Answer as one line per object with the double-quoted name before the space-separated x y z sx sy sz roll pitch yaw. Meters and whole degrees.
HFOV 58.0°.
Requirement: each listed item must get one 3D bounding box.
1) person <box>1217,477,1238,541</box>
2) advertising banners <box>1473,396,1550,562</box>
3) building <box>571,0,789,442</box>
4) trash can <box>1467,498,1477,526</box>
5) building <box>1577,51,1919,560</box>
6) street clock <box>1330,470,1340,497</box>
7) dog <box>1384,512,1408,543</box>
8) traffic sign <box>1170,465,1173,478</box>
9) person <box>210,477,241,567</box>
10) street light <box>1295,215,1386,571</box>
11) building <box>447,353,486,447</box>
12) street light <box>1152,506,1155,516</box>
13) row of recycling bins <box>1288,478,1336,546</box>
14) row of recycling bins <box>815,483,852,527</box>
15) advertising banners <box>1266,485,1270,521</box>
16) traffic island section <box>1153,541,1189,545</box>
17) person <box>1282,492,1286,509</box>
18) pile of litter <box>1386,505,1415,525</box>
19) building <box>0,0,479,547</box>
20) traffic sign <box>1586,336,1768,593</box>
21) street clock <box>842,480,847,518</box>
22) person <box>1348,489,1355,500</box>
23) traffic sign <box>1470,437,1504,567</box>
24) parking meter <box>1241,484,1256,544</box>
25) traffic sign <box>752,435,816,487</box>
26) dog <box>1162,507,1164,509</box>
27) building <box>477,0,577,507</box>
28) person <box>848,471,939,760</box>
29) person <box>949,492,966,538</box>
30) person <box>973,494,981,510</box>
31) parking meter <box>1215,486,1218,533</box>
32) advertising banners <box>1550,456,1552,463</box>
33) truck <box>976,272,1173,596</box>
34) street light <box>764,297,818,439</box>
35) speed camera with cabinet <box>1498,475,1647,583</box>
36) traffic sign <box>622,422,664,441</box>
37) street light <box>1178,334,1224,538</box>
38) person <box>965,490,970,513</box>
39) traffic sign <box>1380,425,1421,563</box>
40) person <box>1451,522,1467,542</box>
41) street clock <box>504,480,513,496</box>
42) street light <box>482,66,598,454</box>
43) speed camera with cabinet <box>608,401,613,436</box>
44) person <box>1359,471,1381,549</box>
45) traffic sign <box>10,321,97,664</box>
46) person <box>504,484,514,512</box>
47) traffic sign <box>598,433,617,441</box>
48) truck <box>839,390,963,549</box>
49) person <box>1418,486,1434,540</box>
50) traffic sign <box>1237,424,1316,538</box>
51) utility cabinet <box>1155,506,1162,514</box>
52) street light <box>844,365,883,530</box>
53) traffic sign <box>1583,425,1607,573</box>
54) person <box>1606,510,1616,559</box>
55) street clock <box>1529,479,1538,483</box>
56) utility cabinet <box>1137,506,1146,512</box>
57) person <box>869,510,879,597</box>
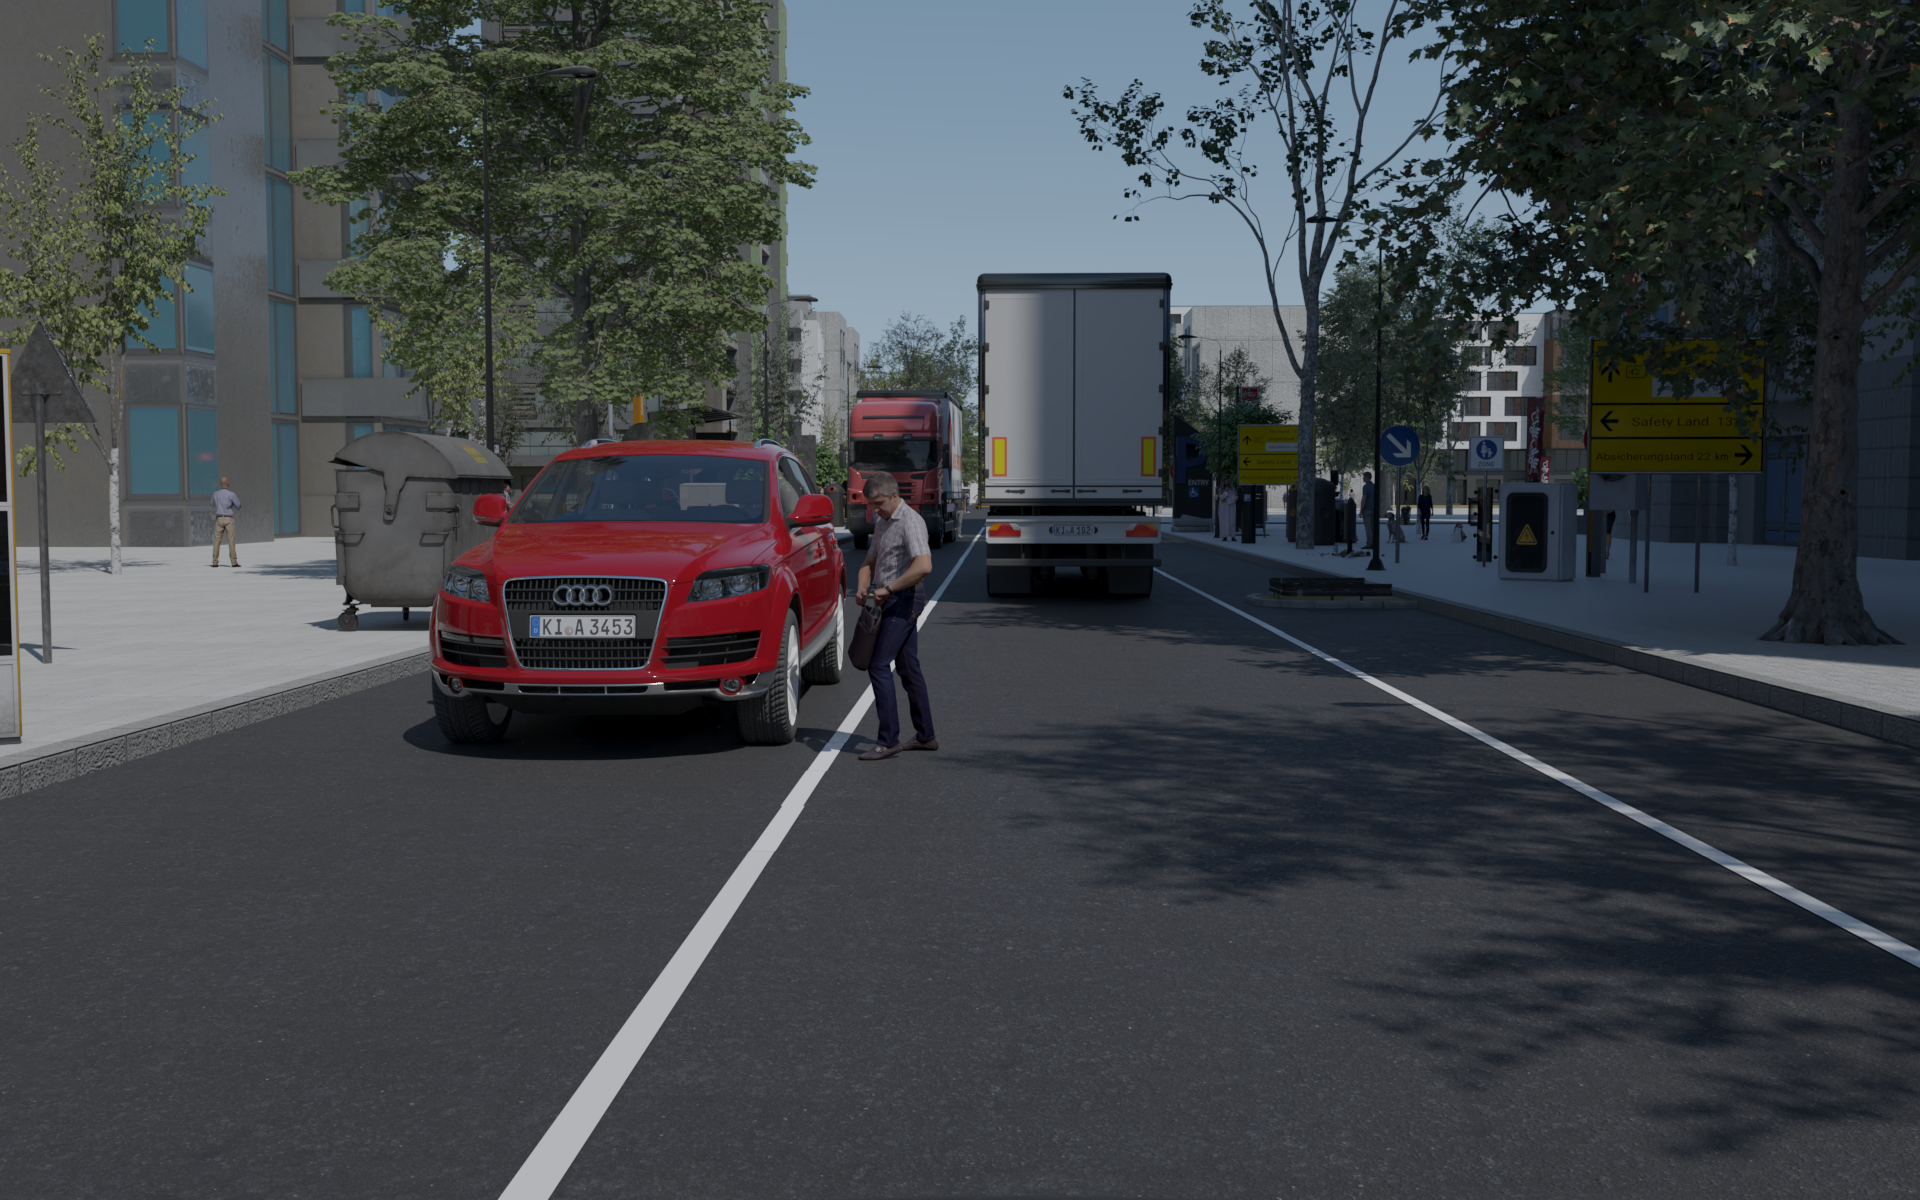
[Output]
"person" 7.255 -2.469 47.081 0.551 1.740 0.621 -1 4 -12
"advertising banners" 10.144 -2.191 32.013 0.090 3.025 2.074 -1 4 -18
"building" -21.398 -27.700 136.489 14.154 41.232 14.086 0 4 2
"trash can" 20.686 -3.535 69.445 0.748 1.137 0.748 0 3 0
"building" 29.170 -30.790 45.413 21.231 58.520 28.212 0 4 2
"street clock" 11.319 -2.925 52.393 0.358 2.002 0.471 1 4 16
"dog" 11.520 -1.891 45.305 0.800 0.831 0.513 1 4 16
"traffic sign" 8.655 -4.174 68.345 0.768 2.556 0.104 0 4 4
"person" -12.870 -1.359 30.318 0.516 1.574 0.319 0 3 0
"street light" 6.468 -3.455 29.029 1.470 5.913 1.316 0 4 2
"building" -56.650 -21.302 214.748 31.486 18.905 16.747 0 4 2
"street light" 7.530 -6.085 72.028 1.470 5.913 1.316 0 4 2
"row of recycling bins" 9.103 -2.299 44.707 1.069 1.692 3.534 0 4 5
"row of recycling bins" -5.376 -3.677 67.235 3.534 1.692 1.069 0 4 -3
"advertising banners" 14.553 -5.269 82.341 0.090 3.025 2.074 0 4 -3
"traffic island section" 5.533 -1.668 50.136 1.991 0.108 1.994 0 4 2
"person" 27.192 -8.298 144.416 0.574 1.496 0.600 1 4 14
"pile of litter" 18.224 -3.530 71.683 1.176 0.858 1.719 1 4 11
"building" -31.043 -26.352 50.470 30.456 49.044 23.786 0 4 2
"traffic sign" 9.261 -1.747 22.436 2.265 3.308 0.079 0 4 3
"street clock" -6.045 -5.363 92.253 0.471 2.002 0.358 1 4 23
"person" 27.510 -6.984 121.689 0.517 1.644 0.566 3 5 40
"traffic sign" 9.225 -1.730 30.423 0.606 2.300 0.079 0 4 5
"parking meter" 7.487 -2.232 44.900 0.372 1.533 0.369 0 3 0
"traffic sign" -6.064 -4.029 59.747 2.265 3.308 0.079 1 4 10
"dog" 16.868 -7.829 145.740 0.550 0.427 0.748 -3 5 -43
"building" -19.874 -25.725 104.198 14.154 41.232 14.086 0 4 2
"person" -0.345 0.078 9.438 0.590 1.554 0.614 -2 4 -26
"person" -0.080 -2.945 56.779 0.598 1.807 0.434 -1 4 -11
"person" 1.747 -9.039 157.108 1.217 1.723 0.721 0 4 -7
"parking meter" 8.427 -2.908 55.959 0.372 1.533 0.369 0 3 0
"advertising banners" 26.557 -5.182 80.911 2.074 3.025 0.090 2 4 33
"truck" 1.665 -2.364 27.560 2.839 4.237 11.283 0 4 2
"street light" -4.035 -4.182 40.916 1.470 5.913 1.316 0 4 2
"speed camera with cabinet" 8.945 -1.892 25.265 2.038 3.252 0.660 3 5 43
"traffic sign" -5.637 -1.877 30.802 0.768 2.556 0.104 0 4 6
"street light" 7.035 -4.770 50.528 1.470 5.913 1.316 0 4 2
"person" 0.527 -7.562 132.857 0.376 1.734 0.841 -2 4 -28
"traffic sign" 8.127 -1.957 32.110 0.768 2.556 0.104 1 4 10
"person" 13.305 -1.817 46.223 0.381 0.543 0.357 3 5 39
"street clock" -21.144 -4.673 80.976 0.471 2.002 0.358 0 4 7
"street light" -4.629 -2.840 18.970 1.470 5.913 1.316 0 4 2
"speed camera with cabinet" -7.469 -2.636 37.438 0.660 3.252 2.038 1 4 10
"person" 9.520 -2.091 40.362 0.598 1.807 0.434 -2 4 -27
"traffic sign" -6.907 -0.797 13.037 0.884 2.594 0.081 1 4 9
"person" -13.606 -2.694 52.046 0.435 1.587 0.963 -2 4 -29
"traffic sign" -7.480 -2.210 36.239 0.768 2.556 0.104 0 4 5
"truck" -1.447 -3.672 48.958 2.839 4.237 11.283 0 4 3
"person" 13.000 -2.439 48.464 0.480 1.512 0.613 0 4 -7
"traffic sign" 9.251 -3.472 50.644 2.265 3.308 0.079 0 4 4
"utility cabinet" 13.053 -6.318 114.458 0.306 1.237 1.020 -1 4 -14
"street light" -3.480 -5.497 62.415 1.470 5.913 1.316 0 4 2
"traffic sign" 10.420 -1.705 27.976 0.768 2.556 0.104 0 4 2
"person" 12.699 -1.525 34.166 0.628 1.438 0.799 0 4 -2
"street clock" 23.967 -4.148 72.389 0.358 2.002 0.471 0 4 -2
"utility cabinet" 12.845 -7.128 125.216 1.173 1.500 0.318 0 4 6
"person" -0.978 -0.801 23.562 0.435 1.587 0.963 -2 4 -32
